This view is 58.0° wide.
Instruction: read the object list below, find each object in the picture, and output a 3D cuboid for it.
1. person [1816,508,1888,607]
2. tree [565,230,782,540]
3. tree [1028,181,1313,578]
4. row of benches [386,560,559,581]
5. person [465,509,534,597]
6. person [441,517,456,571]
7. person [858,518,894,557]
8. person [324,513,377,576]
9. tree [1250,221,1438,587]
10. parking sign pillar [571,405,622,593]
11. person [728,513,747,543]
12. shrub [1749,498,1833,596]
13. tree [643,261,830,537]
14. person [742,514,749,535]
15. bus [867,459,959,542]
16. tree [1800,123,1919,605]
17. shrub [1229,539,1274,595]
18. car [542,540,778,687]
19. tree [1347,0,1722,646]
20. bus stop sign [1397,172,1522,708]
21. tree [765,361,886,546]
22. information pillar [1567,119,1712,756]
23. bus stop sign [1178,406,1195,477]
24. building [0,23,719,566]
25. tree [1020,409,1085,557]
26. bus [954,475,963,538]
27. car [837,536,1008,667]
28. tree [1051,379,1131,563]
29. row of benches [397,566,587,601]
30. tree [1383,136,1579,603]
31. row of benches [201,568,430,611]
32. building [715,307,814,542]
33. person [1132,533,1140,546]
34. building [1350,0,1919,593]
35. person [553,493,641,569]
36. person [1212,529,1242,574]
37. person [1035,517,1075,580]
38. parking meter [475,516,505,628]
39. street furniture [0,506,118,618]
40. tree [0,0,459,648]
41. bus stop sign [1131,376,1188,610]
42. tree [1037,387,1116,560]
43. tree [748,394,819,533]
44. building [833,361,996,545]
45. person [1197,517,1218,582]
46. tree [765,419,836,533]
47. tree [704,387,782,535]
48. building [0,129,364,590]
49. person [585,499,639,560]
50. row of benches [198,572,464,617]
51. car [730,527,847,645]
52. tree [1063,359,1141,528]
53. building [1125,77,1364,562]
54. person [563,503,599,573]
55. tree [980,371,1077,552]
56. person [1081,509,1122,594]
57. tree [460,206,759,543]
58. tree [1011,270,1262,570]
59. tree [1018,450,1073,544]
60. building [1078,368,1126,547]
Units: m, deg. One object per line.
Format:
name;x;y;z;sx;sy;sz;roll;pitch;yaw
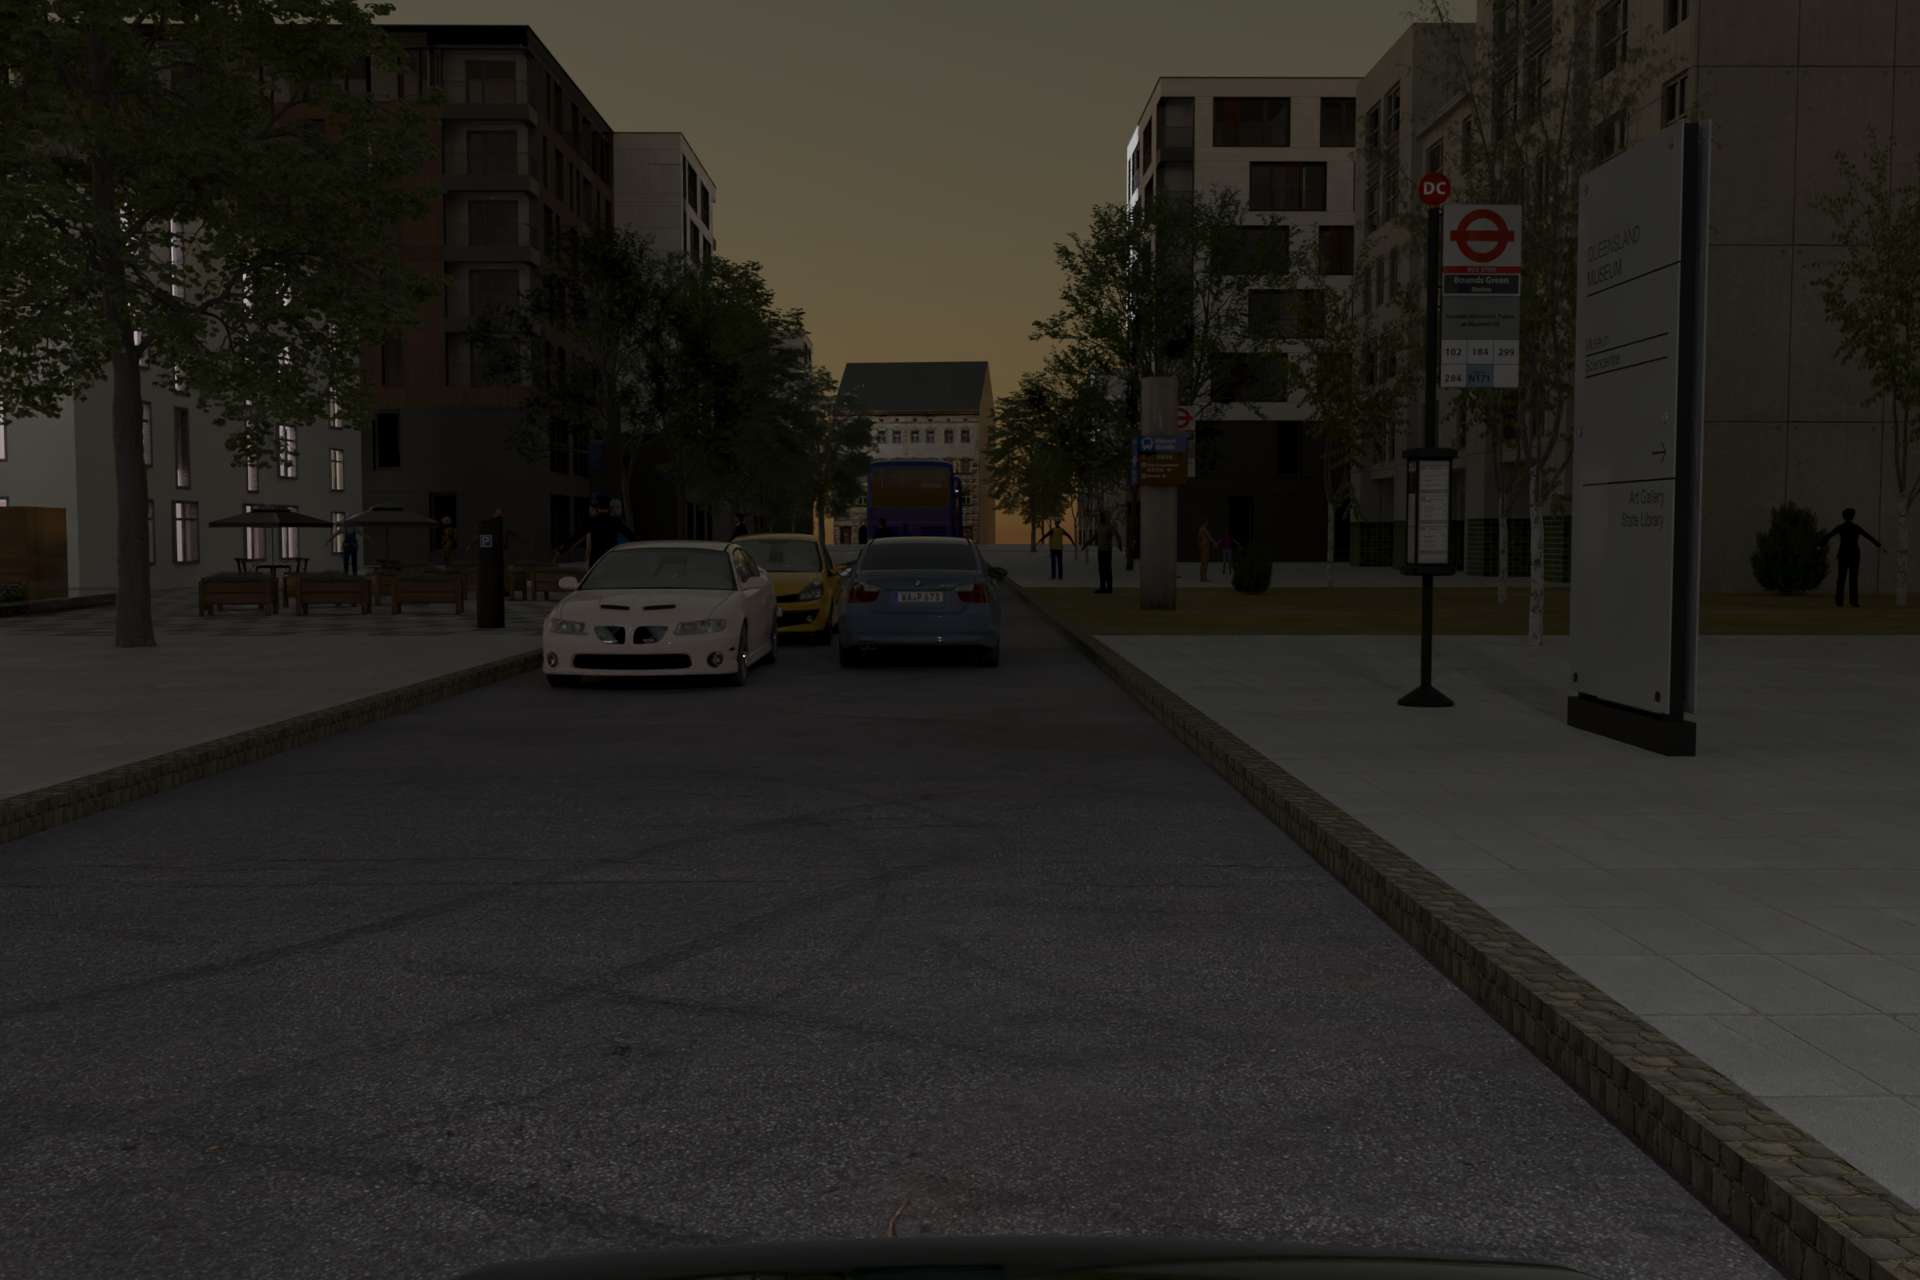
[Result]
person;15.670;-1.453;30.481;0.721;1.740;1.216;-3;5;-39
tree;-9.741;-8.207;59.934;9.928;11.665;9.643;0;3;0
tree;6.015;-7.624;50.412;9.928;11.665;9.643;0;3;0
row of benches;-11.618;-1.567;41.086;4.104;0.672;1.422;-1;4;-11
person;-9.385;-1.776;35.308;1.348;1.796;0.705;-1;4;-18
person;-17.327;-3.221;58.437;0.705;1.858;1.354;-1;4;-18
person;-1.817;-1.913;39.963;0.704;1.802;1.346;3;5;41
person;-16.179;-2.452;45.952;1.347;1.847;0.705;-2;4;-27
tree;9.165;-5.572;41.469;4.737;8.622;4.395;0;3;0
parking sign pillar;-7.273;-2.880;35.563;1.447;3.967;1.447;0;4;0
person;-5.505;-2.248;42.934;0.705;1.806;1.347;-2;4;-27
shrub;17.248;-1.930;35.968;1.690;2.028;1.600;0;3;0
tree;-9.276;-9.395;71.732;7.486;12.596;7.792;0;3;0
person;-5.772;-2.464;46.422;0.704;1.812;1.346;0;4;3
bus;-1.445;-3.930;55.810;2.896;3.916;12.251;0;4;0
tree;17.184;-4.930;30.961;4.737;8.622;4.395;0;3;0
shrub;6.157;-1.558;36.584;1.383;1.207;1.383;0;3;0
car;-2.947;-0.330;17.763;2.083;1.381;4.827;0;4;0
tree;6.738;-4.249;19.836;4.360;8.622;3.978;0;3;0
bus stop sign;3.715;-1.479;12.881;0.855;3.939;0.416;0;3;0
tree;-10.098;-13.443;126.450;9.857;13.997;8.962;0;3;0
information pillar;4.159;-1.185;10.697;0.184;3.620;1.656;0;3;0
bus stop sign;4.038;-2.707;32.961;0.855;3.939;0.416;0;4;-1
building;-28.047;-14.807;86.069;27.936;21.610;32.646;0;4;-1
tree;5.254;-9.052;98.360;4.737;8.622;4.395;0;3;0
bus;-1.297;-4.681;68.082;2.896;3.916;12.251;0;4;-1
car;-0.438;-0.486;19.943;2.014;1.417;4.499;0;4;0
tree;5.565;-7.753;77.125;4.360;8.622;3.978;0;3;0
row of benches;-8.980;-1.117;33.722;4.104;0.672;1.422;1;4;12
tree;10.011;-4.988;31.918;4.737;8.622;4.395;0;3;0
row of benches;-11.297;-0.910;30.346;1.422;0.672;4.104;3;5;42
building;-29.547;-20.007;171.094;27.936;21.610;32.646;0;4;-1
person;5.821;-2.845;52.486;1.349;1.833;0.705;-1;4;-18
building;24.043;-11.412;53.041;16.747;18.905;31.486;0;4;0
person;-4.876;-1.087;23.706;1.347;1.837;0.705;-2;4;-24
person;8.590;-2.834;55.603;0.991;1.433;0.599;1;4;14
person;2.693;-2.585;48.723;1.216;1.772;0.721;-1;4;-20
parking meter;-6.448;-0.939;23.764;0.372;1.533;0.369;0;3;0
street furniture;-19.149;-1.320;28.444;9.812;1.723;11.010;-1;4;-10
tree;-9.864;-6.196;19.425;7.486;12.596;7.792;0;3;0
bus stop sign;3.362;-2.463;29.285;0.837;3.901;0.837;0;4;-2
tree;5.804;-8.309;86.217;4.737;8.622;4.395;0;3;0
tree;-9.703;-8.542;90.017;4.737;8.622;4.395;0;3;0
building;-5.429;-23.628;219.703;18.063;23.208;19.493;0;4;7
person;6.669;-2.438;46.672;0.721;1.733;1.217;-1;4;-14
tree;-10.222;-9.436;104.646;4.360;8.622;3.978;0;3;0
tree;-9.942;-7.977;80.781;4.737;8.622;4.395;0;3;0
building;-22.872;-6.603;50.102;9.099;9.664;28.070;0;4;0
person;-5.256;-1.247;26.517;0.704;1.817;1.347;3;4;37
row of benches;-10.053;-0.741;27.579;4.104;0.672;1.422;-1;4;-10
car;-2.510;-0.818;23.605;2.015;1.641;3.980;0;4;0
tree;5.905;-7.304;69.775;4.737;8.622;4.395;0;3;0
building;22.699;-15.303;94.179;27.936;21.610;32.646;0;4;-1
person;-6.215;-1.426;29.499;1.347;1.806;0.705;2;4;33
tree;4.926;-12.391;120.727;7.486;12.596;7.792;0;3;0
person;3.114;-1.915;37.440;0.705;1.813;1.348;-2;4;-34
tree;-9.506;-7.024;49.257;8.767;10.594;7.601;-3;5;-43
tree;6.005;-7.720;60.640;8.767;10.594;7.601;0;4;-3
tree;10.826;-18.350;218.144;7.486;12.596;7.792;0;3;0
building;22.672;-19.987;193.238;16.747;18.905;31.486;0;4;0
